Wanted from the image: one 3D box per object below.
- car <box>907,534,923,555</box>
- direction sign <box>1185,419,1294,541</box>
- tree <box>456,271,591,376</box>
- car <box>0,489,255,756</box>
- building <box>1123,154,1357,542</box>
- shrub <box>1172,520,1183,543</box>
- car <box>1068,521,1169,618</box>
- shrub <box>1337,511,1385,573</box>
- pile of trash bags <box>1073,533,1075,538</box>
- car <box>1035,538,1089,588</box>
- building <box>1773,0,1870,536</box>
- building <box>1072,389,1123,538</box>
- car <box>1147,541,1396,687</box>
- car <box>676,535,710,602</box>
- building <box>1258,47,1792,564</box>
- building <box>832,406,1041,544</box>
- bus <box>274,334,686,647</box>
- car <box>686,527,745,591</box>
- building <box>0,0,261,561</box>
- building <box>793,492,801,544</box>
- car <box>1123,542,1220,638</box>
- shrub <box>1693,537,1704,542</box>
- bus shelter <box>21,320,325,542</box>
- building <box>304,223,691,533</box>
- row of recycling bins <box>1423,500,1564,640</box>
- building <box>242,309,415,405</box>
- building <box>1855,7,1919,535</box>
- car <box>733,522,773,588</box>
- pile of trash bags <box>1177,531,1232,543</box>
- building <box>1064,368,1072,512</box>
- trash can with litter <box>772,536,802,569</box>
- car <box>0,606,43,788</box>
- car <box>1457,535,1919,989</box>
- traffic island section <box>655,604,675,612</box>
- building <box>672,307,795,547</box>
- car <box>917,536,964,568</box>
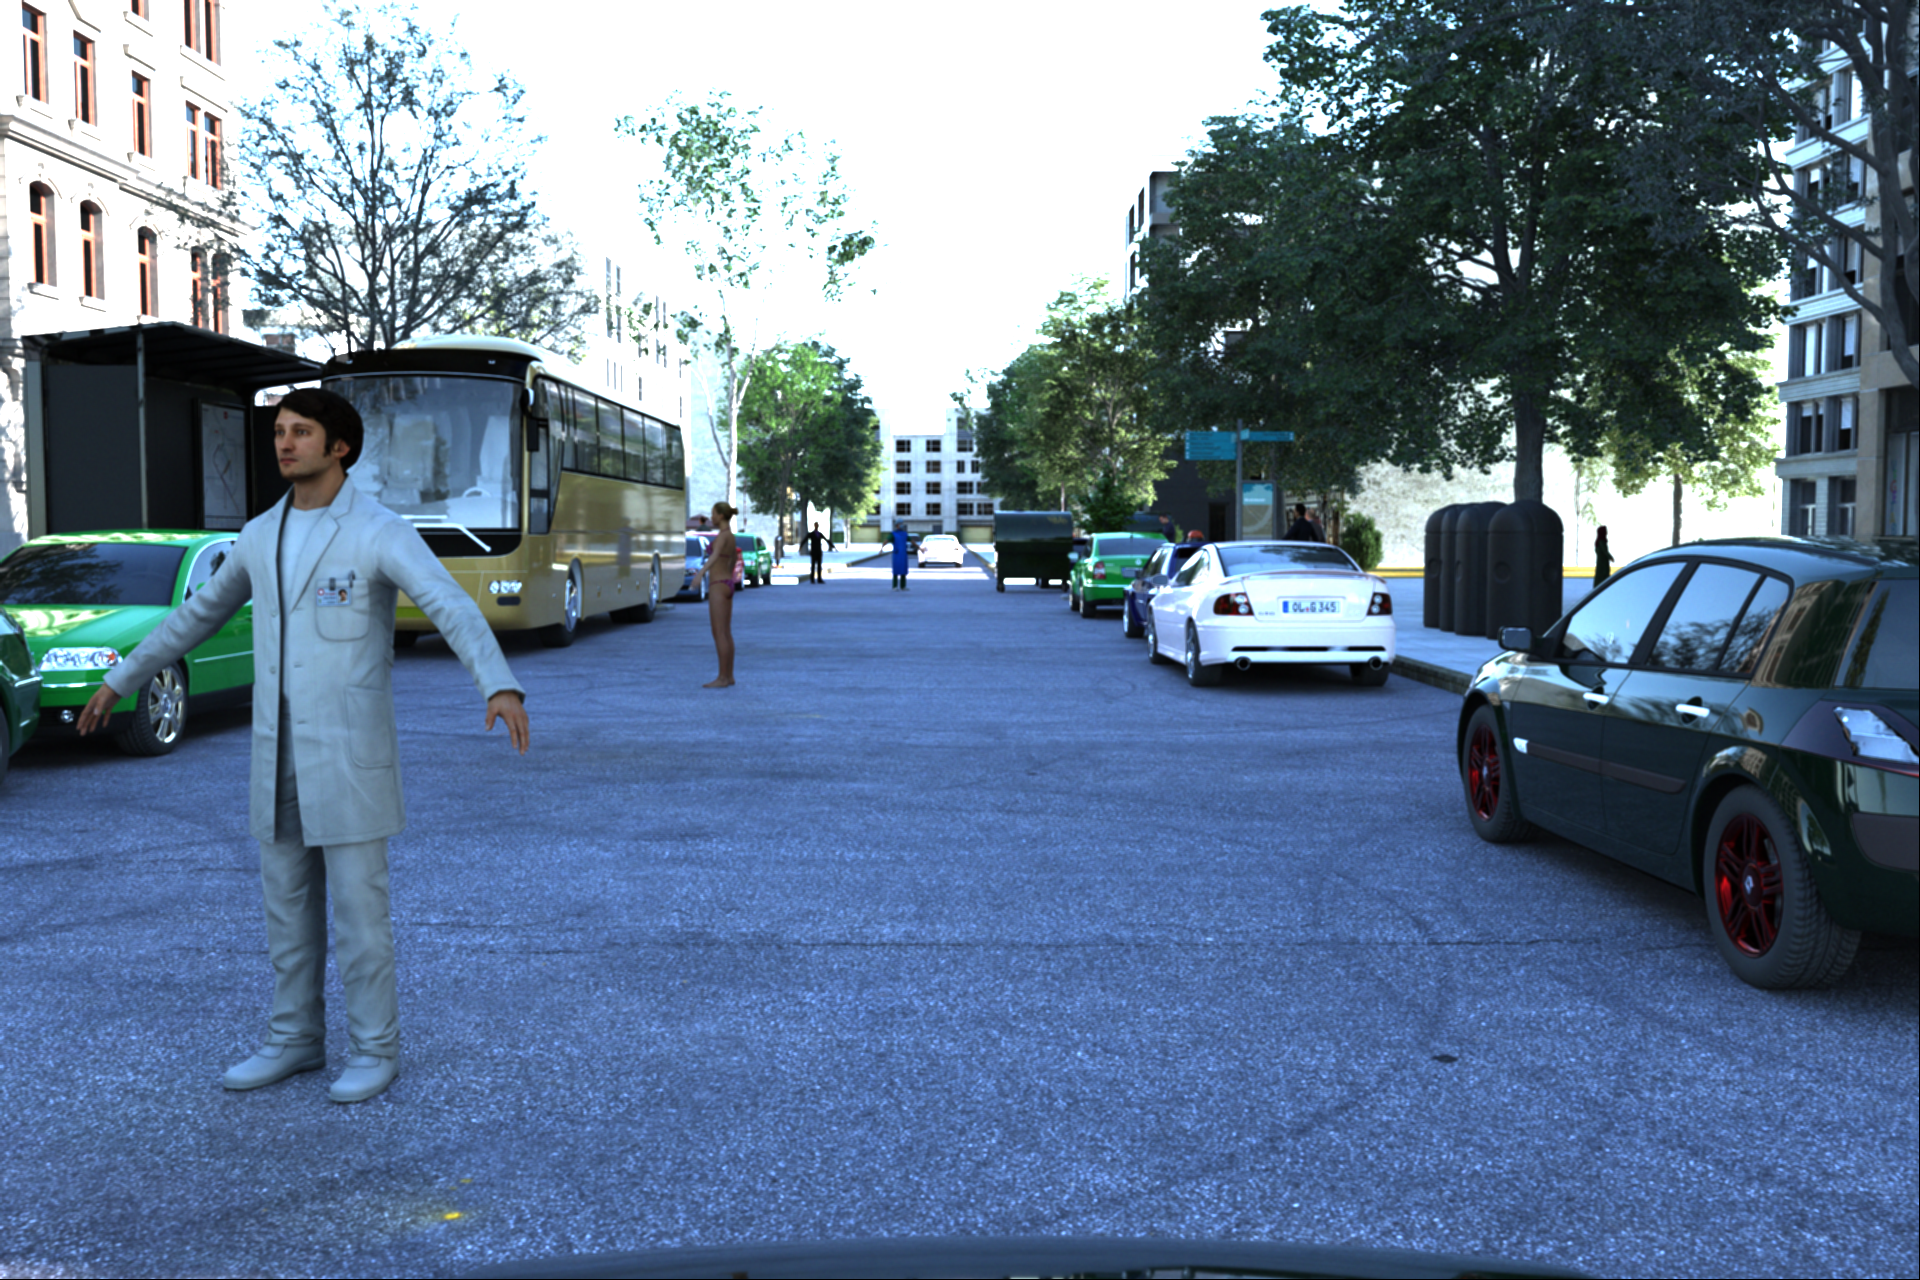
[{"bbox_3d":[-3.091,-5.899,106.236,2.009,1.686,4.222,0,4,-1],"label":"car"},{"bbox_3d":[6.486,-3.115,39.692,2.525,3.948,1.411,0,4,0],"label":"direction sign"},{"bbox_3d":[-12.534,-6.038,49.082,4.737,8.622,4.395,0,3,0],"label":"tree"},{"bbox_3d":[-6.011,-0.230,12.563,1.959,1.807,4.718,0,4,0],"label":"car"},{"bbox_3d":[24.043,-16.268,109.959,27.936,21.610,32.646,0,4,-1],"label":"building"},{"bbox_3d":[6.596,-3.226,57.168,1.690,2.028,1.600,0,3,0],"label":"shrub"},{"bbox_3d":[2.943,-1.354,30.927,1.959,1.807,4.718,0,4,0],"label":"car"},{"bbox_3d":[13.222,-3.257,57.290,1.661,2.075,1.752,0,3,0],"label":"shrub"},{"bbox_3d":[3.429,-2.653,53.125,1.912,1.369,3.447,0,4,-2],"label":"pile of trash bags"},{"bbox_3d":[2.944,-2.103,46.972,1.945,1.354,3.894,0,4,0],"label":"car"},{"bbox_3d":[27.984,-11.952,42.096,8.464,21.280,15.925,0,4,0],"label":"building"},{"bbox_3d":[21.773,-21.736,186.314,19.493,23.208,18.063,0,4,0],"label":"building"},{"bbox_3d":[3.054,-0.324,17.652,2.083,1.381,4.827,0,4,-1],"label":"car"},{"bbox_3d":[-6.259,-1.582,37.874,2.014,1.417,4.499,0,3,0],"label":"car"},{"bbox_3d":[25.383,-15.367,82.181,19.493,23.208,18.063,0,4,-1],"label":"building"},{"bbox_3d":[-1.193,-23.114,246.823,31.486,18.905,16.747,0,4,6],"label":"building"},{"bbox_3d":[-6.150,-2.056,25.157,2.896,3.916,12.252,0,4,0],"label":"bus"},{"bbox_3d":[-6.363,-2.042,42.422,2.155,1.783,4.494,0,4,0],"label":"car"},{"bbox_3d":[-28.308,-15.579,42.106,14.401,28.519,23.554,0,4,0],"label":"building"},{"bbox_3d":[-25.336,-21.872,214.030,16.016,20.090,11.380,0,4,-1],"label":"building"},{"bbox_3d":[3.172,-0.625,22.794,1.945,1.354,3.894,0,4,-2],"label":"car"},{"bbox_3d":[25.575,-2.973,59.728,1.383,1.207,1.383,0,3,0],"label":"shrub"},{"bbox_3d":[-9.561,-1.887,22.143,1.731,3.624,6.357,0,4,-1],"label":"bus shelter"},{"bbox_3d":[-28.799,-15.174,114.556,16.747,18.905,31.486,0,4,0],"label":"building"},{"bbox_3d":[6.794,-0.932,22.351,1.069,1.692,3.534,0,4,-1],"label":"row of recycling bins"},{"bbox_3d":[-27.663,-8.356,78.773,9.099,9.664,28.070,0,4,0],"label":"building"},{"bbox_3d":[27.423,-13.067,16.846,19.350,26.588,34.151,0,4,0],"label":"building"},{"bbox_3d":[-6.234,-2.379,47.698,1.959,1.807,4.718,0,3,0],"label":"car"},{"bbox_3d":[6.248,-2.142,44.782,1.912,1.369,3.447,0,4,0],"label":"pile of trash bags"},{"bbox_3d":[24.105,-22.877,218.016,27.936,21.610,32.646,0,4,-1],"label":"building"},{"bbox_3d":[-6.675,-3.289,64.836,1.678,1.210,2.233,0,4,1],"label":"trash can with litter"},{"bbox_3d":[-5.986,0.257,7.590,2.131,1.459,4.920,0,3,0],"label":"car"},{"bbox_3d":[3.304,0.179,6.858,2.009,1.686,4.222,0,4,-1],"label":"car"},{"bbox_3d":[-6.442,-0.598,32.650,1.991,0.108,1.994,0,4,-1],"label":"traffic island section"},{"bbox_3d":[-27.035,-21.198,177.520,19.493,23.208,18.063,0,4,-1],"label":"building"},{"bbox_3d":[-0.845,-3.761,73.847,2.083,1.381,4.827,0,4,-1],"label":"car"}]
